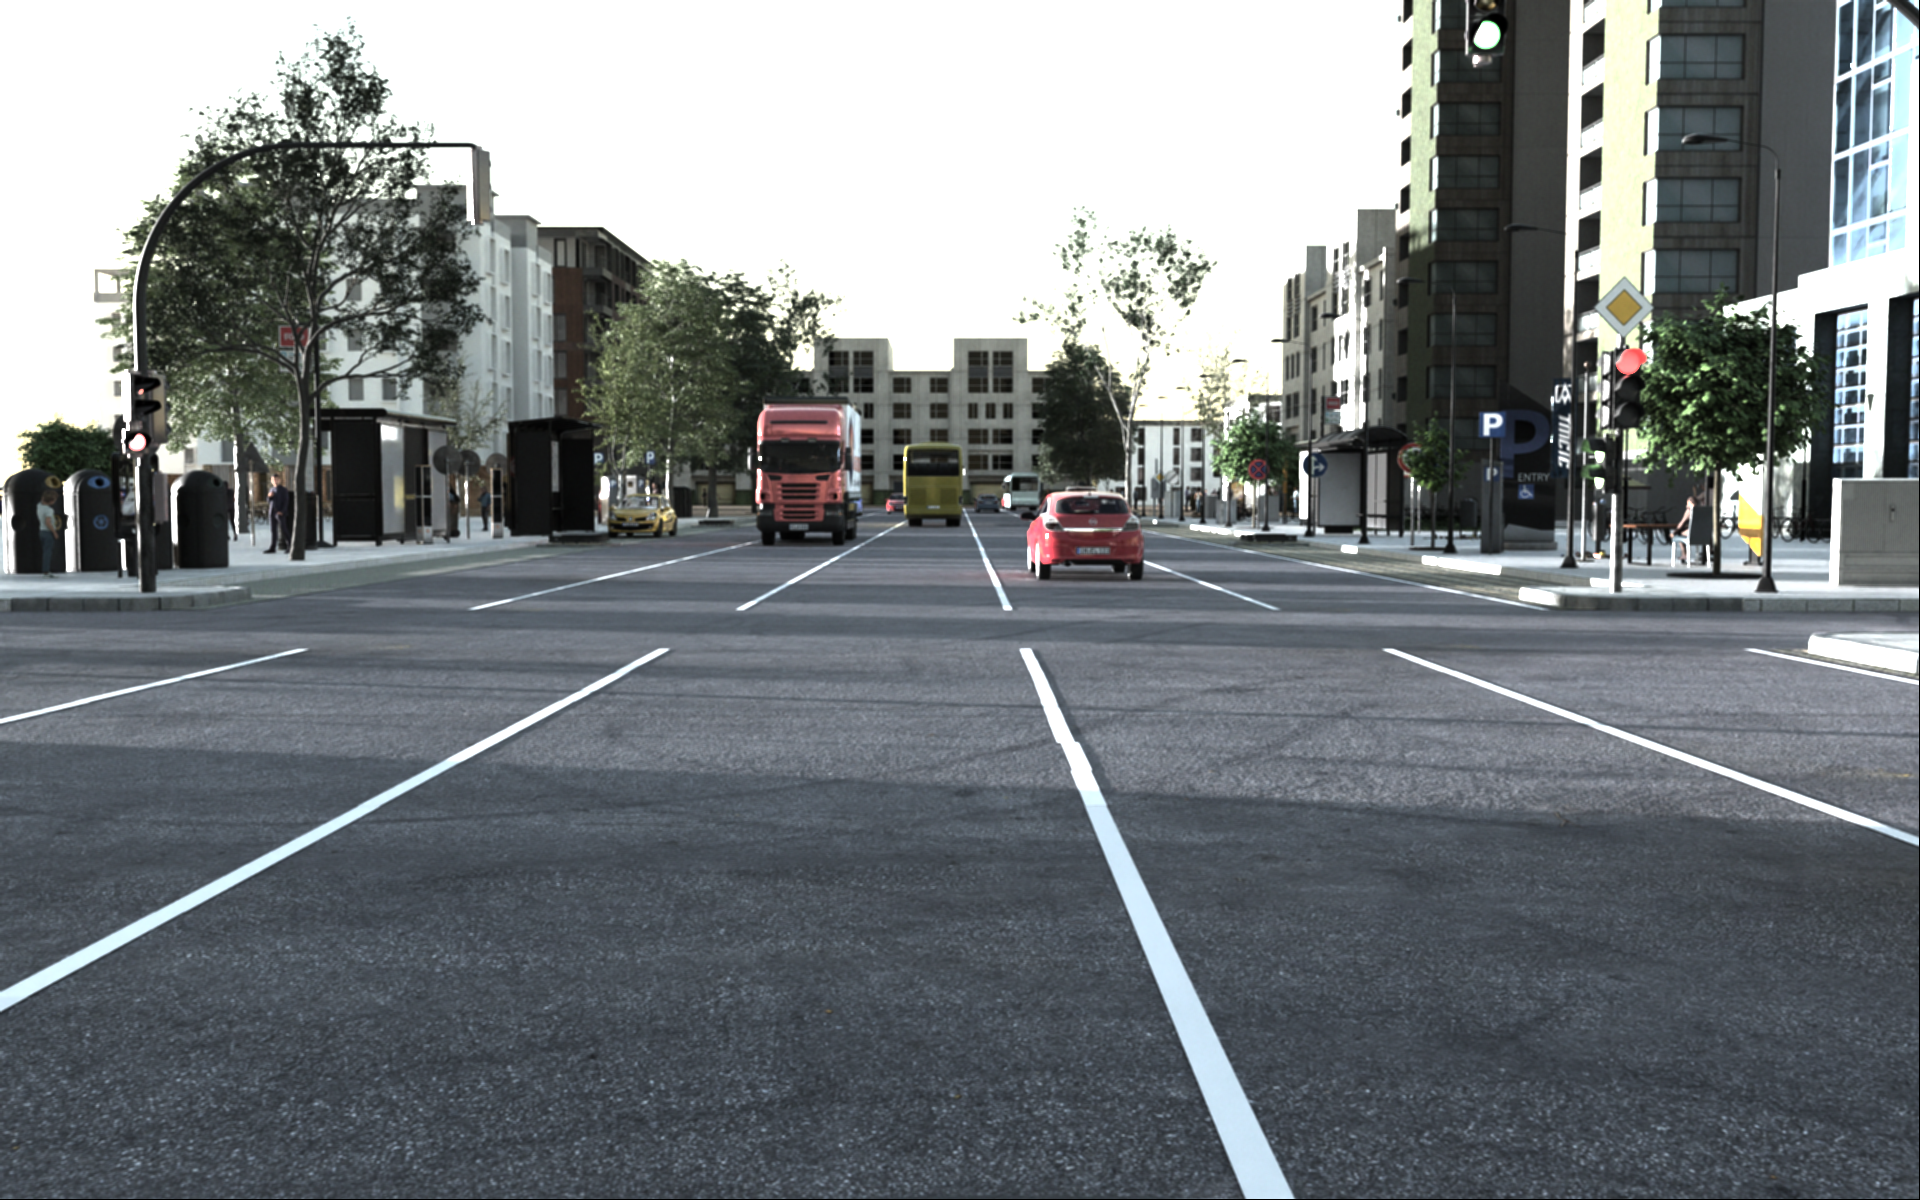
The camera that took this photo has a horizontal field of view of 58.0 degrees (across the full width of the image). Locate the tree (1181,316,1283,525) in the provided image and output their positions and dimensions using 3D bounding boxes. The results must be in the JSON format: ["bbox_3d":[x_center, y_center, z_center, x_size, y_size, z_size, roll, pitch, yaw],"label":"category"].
[{"bbox_3d":[10.942,-7.412,71.545,4.360,8.622,3.978,0,3,0],"label":"tree"}]

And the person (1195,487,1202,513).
[{"bbox_3d":[15.872,-6.591,114.528,0.721,1.735,1.217,-2,4,-26],"label":"person"}]

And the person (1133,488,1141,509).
[{"bbox_3d":[14.721,-8.480,144.671,0.705,1.826,1.348,-1,4,-17],"label":"person"}]

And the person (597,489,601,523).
[{"bbox_3d":[-15.685,-4.119,75.860,0.387,1.526,0.523,0,4,1],"label":"person"}]

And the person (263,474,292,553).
[{"bbox_3d":[-14.761,-1.866,37.467,0.541,1.710,0.530,2,4,35],"label":"person"}]

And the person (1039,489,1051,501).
[{"bbox_3d":[6.142,-6.899,121.312,1.348,1.822,0.705,3,4,36],"label":"person"}]

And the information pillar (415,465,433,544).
[{"bbox_3d":[-13.710,-2.434,44.288,0.304,2.012,0.304,3,4,37],"label":"information pillar"}]

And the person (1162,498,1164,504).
[{"bbox_3d":[18.372,-9.077,157.717,0.557,1.426,1.065,2,4,28],"label":"person"}]

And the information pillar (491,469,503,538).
[{"bbox_3d":[-13.430,-2.798,50.238,0.304,2.012,0.304,-1,4,-19],"label":"information pillar"}]

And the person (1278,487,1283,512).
[{"bbox_3d":[23.027,-7.214,124.074,0.705,1.814,1.350,2,4,28],"label":"person"}]

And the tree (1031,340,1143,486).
[{"bbox_3d":[10.641,-14.388,141.903,9.857,13.997,8.962,0,3,0],"label":"tree"}]

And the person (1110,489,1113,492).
[{"bbox_3d":[10.986,-7.281,126.563,0.593,1.643,0.415,-2,4,-24],"label":"person"}]

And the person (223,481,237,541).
[{"bbox_3d":[-19.999,-2.435,47.321,0.415,1.643,0.593,0,4,-1],"label":"person"}]

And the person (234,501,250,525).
[{"bbox_3d":[-28.456,-3.664,68.493,0.480,1.512,0.613,3,4,37],"label":"person"}]

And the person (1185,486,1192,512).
[{"bbox_3d":[16.602,-7.320,125.595,0.599,1.838,0.709,1,4,9],"label":"person"}]

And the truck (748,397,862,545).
[{"bbox_3d":[-4.456,-3.870,52.187,2.839,4.237,11.283,0,4,-1],"label":"truck"}]

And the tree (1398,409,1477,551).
[{"bbox_3d":[10.962,-2.754,39.629,1.663,3.219,1.824,0,3,0],"label":"tree"}]

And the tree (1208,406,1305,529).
[{"bbox_3d":[11.094,-4.962,64.843,4.285,4.588,4.351,0,3,0],"label":"tree"}]

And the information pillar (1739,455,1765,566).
[{"bbox_3d":[14.273,-2.434,31.146,0.183,3.616,0.504,-2,4,-24],"label":"information pillar"}]

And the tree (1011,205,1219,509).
[{"bbox_3d":[10.174,-15.797,114.163,12.611,20.169,13.585,0,3,0],"label":"tree"}]

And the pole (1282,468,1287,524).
[{"bbox_3d":[14.069,-4.961,74.952,0.158,3.312,0.155,0,3,0],"label":"pole"}]

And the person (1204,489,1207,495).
[{"bbox_3d":[22.191,-9.162,156.759,0.530,1.710,0.541,2,4,29],"label":"person"}]

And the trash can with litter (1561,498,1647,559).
[{"bbox_3d":[13.086,-1.472,35.123,1.678,1.210,2.233,2,4,23],"label":"trash can with litter"}]

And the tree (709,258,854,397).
[{"bbox_3d":[-14.854,-17.485,141.769,12.611,20.169,13.585,0,3,0],"label":"tree"}]

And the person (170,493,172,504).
[{"bbox_3d":[-28.538,-3.282,62.934,0.697,1.427,0.421,-2,4,-32],"label":"person"}]

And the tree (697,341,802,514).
[{"bbox_3d":[-13.716,-11.503,113.836,9.928,11.665,9.643,0,3,0],"label":"tree"}]

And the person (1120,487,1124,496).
[{"bbox_3d":[13.261,-8.342,142.427,0.705,1.826,1.348,1,4,17],"label":"person"}]

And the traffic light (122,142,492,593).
[{"bbox_3d":[-8.505,-2.928,22.547,4.771,5.953,1.251,0,3,0],"label":"traffic light"}]

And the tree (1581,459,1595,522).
[{"bbox_3d":[29.816,-5.264,80.661,1.663,3.219,1.824,0,3,0],"label":"tree"}]

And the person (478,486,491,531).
[{"bbox_3d":[-16.624,-3.205,60.657,0.429,1.552,0.499,-3,5,-45],"label":"person"}]

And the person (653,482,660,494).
[{"bbox_3d":[-13.870,-4.438,78.726,0.434,1.807,0.598,-1,4,-16],"label":"person"}]

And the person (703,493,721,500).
[{"bbox_3d":[-15.638,-6.271,109.283,1.217,1.736,0.721,-2,4,-35],"label":"person"}]

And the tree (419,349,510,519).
[{"bbox_3d":[-25.144,-8.376,87.313,4.360,8.622,3.978,0,3,0],"label":"tree"}]

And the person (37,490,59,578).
[{"bbox_3d":[-13.942,-1.012,26.505,0.435,1.345,0.340,2,4,28],"label":"person"}]

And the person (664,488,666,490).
[{"bbox_3d":[-20.717,-7.010,121.472,0.721,1.723,1.217,-1,4,-11],"label":"person"}]

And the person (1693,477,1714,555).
[{"bbox_3d":[15.675,-1.769,36.427,0.517,1.644,0.566,2,4,24],"label":"person"}]

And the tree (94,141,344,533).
[{"bbox_3d":[-23.800,-8.432,55.984,7.486,12.596,7.792,0,3,0],"label":"tree"}]

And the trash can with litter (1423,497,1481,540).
[{"bbox_3d":[14.132,-2.351,49.497,2.233,1.210,1.678,-1,4,-14],"label":"trash can with litter"}]

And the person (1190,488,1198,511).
[{"bbox_3d":[17.487,-7.573,130.591,0.721,1.736,1.217,-3,5,-40],"label":"person"}]

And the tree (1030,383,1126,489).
[{"bbox_3d":[11.516,-15.397,168.747,9.611,12.733,9.660,0,3,0],"label":"tree"}]

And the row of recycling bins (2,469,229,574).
[{"bbox_3d":[-14.181,-1.349,29.176,1.069,1.692,3.534,3,5,42],"label":"row of recycling bins"}]

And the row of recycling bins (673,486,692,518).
[{"bbox_3d":[-15.446,-5.408,95.529,1.069,1.692,3.534,0,4,3],"label":"row of recycling bins"}]

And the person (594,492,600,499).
[{"bbox_3d":[-22.361,-6.274,108.703,1.350,1.814,0.705,1,4,12],"label":"person"}]

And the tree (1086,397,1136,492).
[{"bbox_3d":[11.277,-11.118,132.140,4.360,8.622,3.978,0,3,0],"label":"tree"}]

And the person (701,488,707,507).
[{"bbox_3d":[-25.769,-10.324,174.476,0.705,1.869,1.348,1,4,11],"label":"person"}]

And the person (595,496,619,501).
[{"bbox_3d":[-20.708,-5.865,101.572,1.348,1.869,0.705,-1,4,-15],"label":"person"}]

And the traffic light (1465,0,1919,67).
[{"bbox_3d":[6.486,-2.432,14.426,4.771,5.953,1.251,0,3,0],"label":"traffic light"}]

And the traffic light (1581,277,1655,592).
[{"bbox_3d":[8.565,-2.057,22.556,0.839,4.253,0.868,0,3,0],"label":"traffic light"}]

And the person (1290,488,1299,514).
[{"bbox_3d":[21.794,-6.508,112.537,0.705,1.814,1.350,-1,4,-10],"label":"person"}]
